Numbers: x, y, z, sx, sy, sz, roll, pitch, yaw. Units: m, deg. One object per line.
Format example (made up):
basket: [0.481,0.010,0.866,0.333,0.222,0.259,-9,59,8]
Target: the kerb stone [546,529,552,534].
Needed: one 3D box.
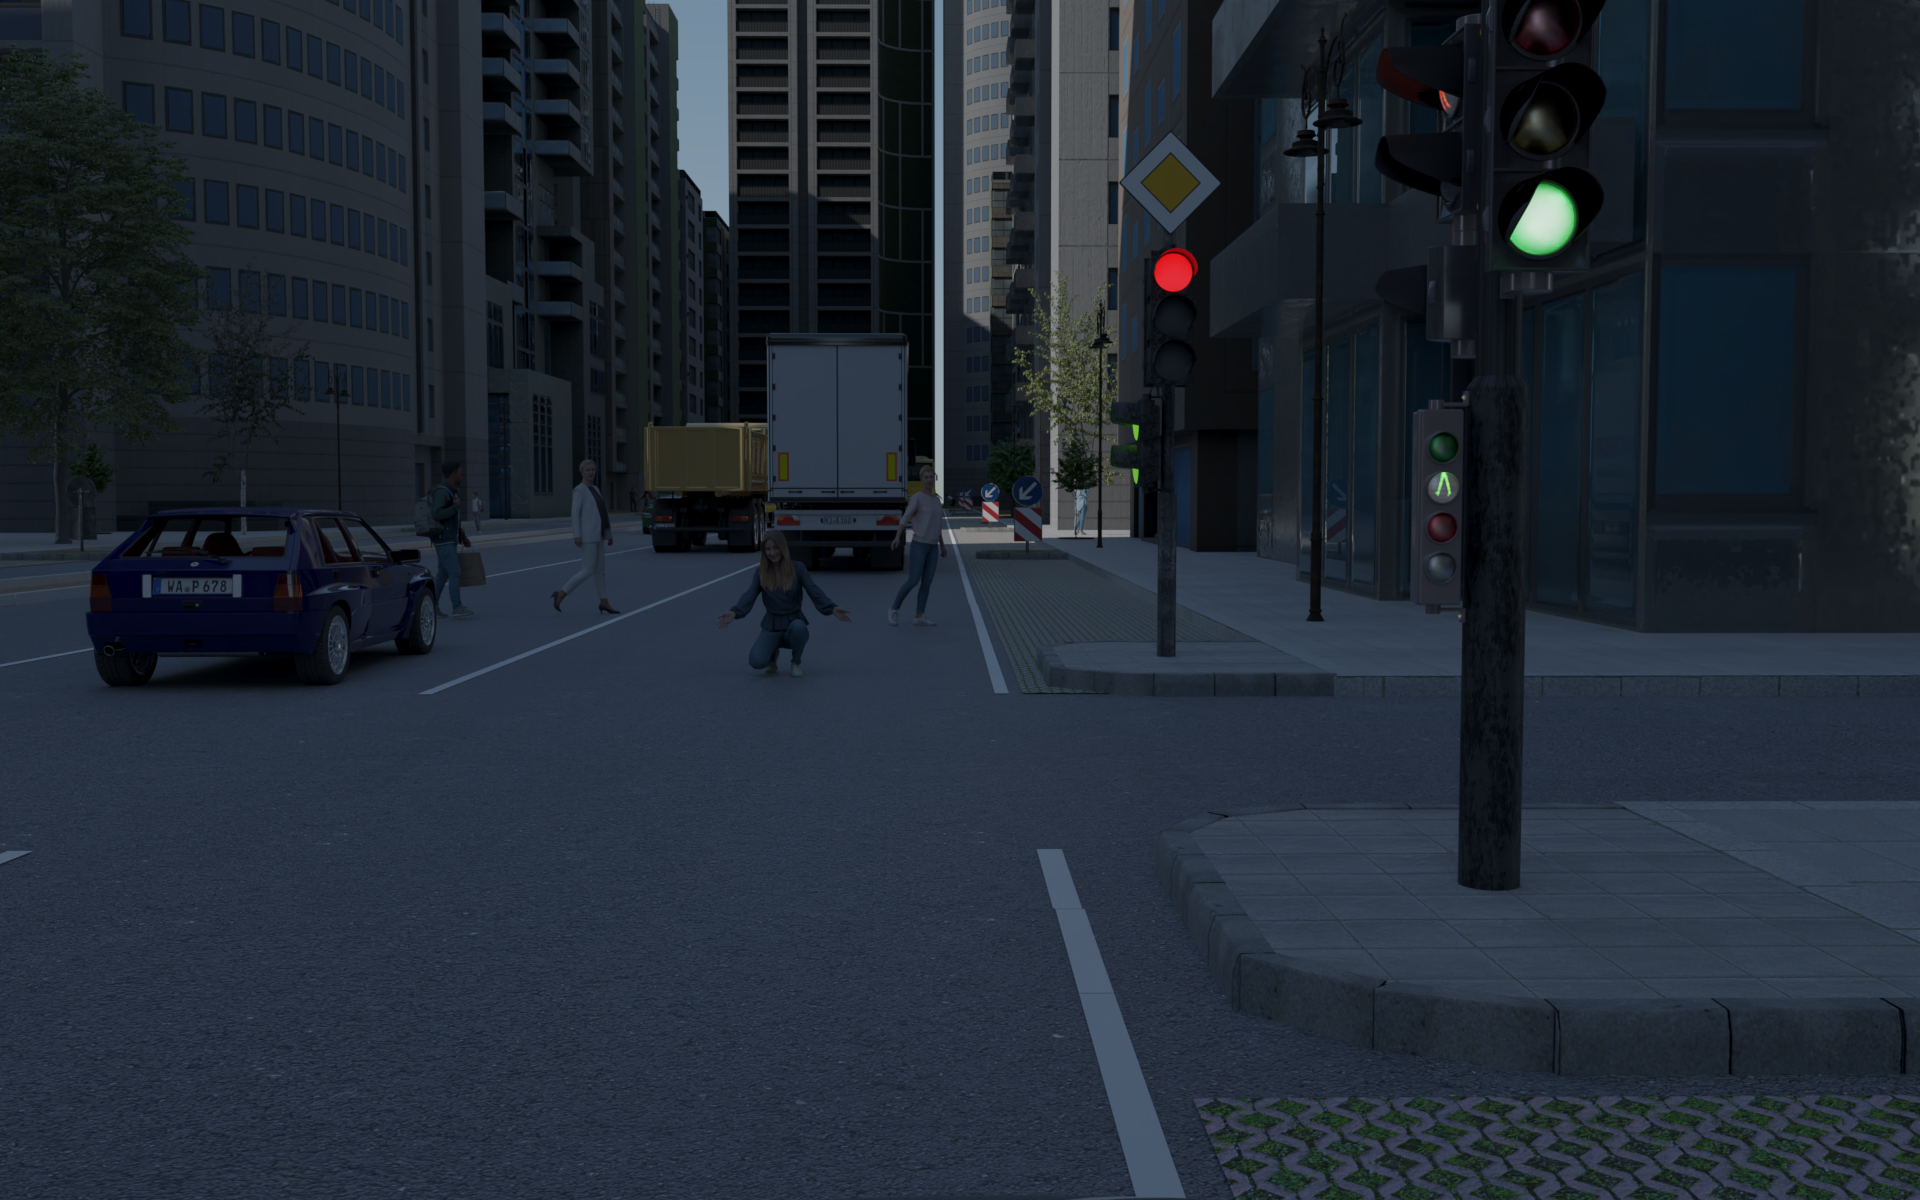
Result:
kerb stone: [-14.800,-2.415,61.743,0.120,0.150,1.000,0,4,-1]

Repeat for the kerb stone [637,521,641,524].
kerb stone: [-15.022,-3.548,80.198,0.120,0.150,1.000,0,4,-1]

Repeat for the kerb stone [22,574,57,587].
kerb stone: [-14.369,-0.285,26.860,0.120,0.150,1.000,0,4,-1]

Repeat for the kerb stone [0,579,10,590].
kerb stone: [-14.355,-0.221,25.829,0.120,0.150,1.000,0,4,-1]

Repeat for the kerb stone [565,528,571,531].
kerb stone: [-14.827,-2.607,64.820,0.120,0.150,1.000,0,4,-1]

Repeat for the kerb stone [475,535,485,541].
kerb stone: [-14.679,-1.853,52.488,0.120,0.150,1.000,0,4,-1]

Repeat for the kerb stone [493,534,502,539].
kerb stone: [-14.700,-1.971,54.552,0.120,0.150,1.000,0,4,-1]

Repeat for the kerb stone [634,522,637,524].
kerb stone: [-15.011,-3.485,79.175,0.120,0.150,1.000,0,4,-1]

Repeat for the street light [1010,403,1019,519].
street light: [2.782,-7.071,88.402,0.468,5.910,1.993,0,4,-1]

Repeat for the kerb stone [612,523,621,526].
kerb stone: [-14.953,-3.230,75.080,0.120,0.150,1.000,0,4,-1]

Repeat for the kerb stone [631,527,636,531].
kerb stone: [-12.749,-2.732,66.856,0.120,0.150,1.000,0,4,-1]

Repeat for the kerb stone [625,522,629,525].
kerb stone: [-14.984,-3.360,77.125,0.120,0.150,1.000,0,4,-1]

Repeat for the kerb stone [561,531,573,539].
kerb stone: [-12.621,-2.041,55.568,0.120,0.150,1.000,0,4,-1]

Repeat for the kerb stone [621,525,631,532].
kerb stone: [-12.748,-2.669,65.826,0.120,0.150,1.000,0,4,-1]

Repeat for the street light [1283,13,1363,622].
street light: [3.588,-2.724,17.318,0.468,5.910,1.993,0,4,-1]

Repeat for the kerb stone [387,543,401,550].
kerb stone: [-14.580,-1.351,44.292,0.120,0.150,1.000,0,4,-1]

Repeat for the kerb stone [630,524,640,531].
kerb stone: [-12.773,-2.795,67.889,0.120,0.150,1.000,0,4,-1]

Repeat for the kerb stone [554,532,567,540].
kerb stone: [-12.611,-1.979,54.546,0.120,0.150,1.000,0,4,-1]

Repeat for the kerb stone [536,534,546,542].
kerb stone: [-12.566,-1.791,51.476,0.120,0.150,1.000,0,4,-1]

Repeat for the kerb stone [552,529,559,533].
kerb stone: [-14.810,-2.478,62.771,0.120,0.150,1.000,0,4,-1]

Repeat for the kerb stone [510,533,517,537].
kerb stone: [-14.737,-2.105,56.615,0.120,0.150,1.000,0,4,-1]

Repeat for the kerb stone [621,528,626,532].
kerb stone: [-12.739,-2.604,64.800,0.120,0.150,1.000,0,4,-1]

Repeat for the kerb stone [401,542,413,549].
kerb stone: [-14.594,-1.414,45.314,0.120,0.150,1.000,0,4,-1]

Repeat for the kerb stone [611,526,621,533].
kerb stone: [-12.718,-2.541,63.767,0.120,0.150,1.000,0,4,-1]

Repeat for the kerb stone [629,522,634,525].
kerb stone: [-14.994,-3.422,78.148,0.120,0.150,1.000,0,4,-1]

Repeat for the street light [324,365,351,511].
street light: [-22.200,-5.450,61.898,0.468,5.910,1.993,0,4,-1]

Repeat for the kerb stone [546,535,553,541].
kerb stone: [-12.588,-1.852,52.499,0.120,0.150,1.000,0,4,-1]

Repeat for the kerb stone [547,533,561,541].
kerb stone: [-12.594,-1.913,53.524,0.120,0.150,1.000,0,4,-1]

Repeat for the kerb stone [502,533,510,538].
kerb stone: [-14.710,-2.042,55.577,0.120,0.150,1.000,0,4,-1]

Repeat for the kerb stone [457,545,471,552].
kerb stone: [-12.468,-1.289,43.275,0.120,0.150,1.000,0,4,-1]

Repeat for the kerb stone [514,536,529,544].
kerb stone: [-12.545,-1.666,49.429,0.120,0.150,1.000,0,4,-1]

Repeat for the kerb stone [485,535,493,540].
kerb stone: [-14.693,-1.915,53.517,0.120,0.150,1.000,0,4,-1]

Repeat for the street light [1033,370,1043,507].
street light: [2.985,-5.624,64.736,0.468,5.910,1.993,0,4,-1]

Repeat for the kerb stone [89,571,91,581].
kerb stone: [-14.385,-0.410,28.905,0.120,0.150,1.000,0,4,-1]

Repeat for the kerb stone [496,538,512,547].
kerb stone: [-12.519,-1.541,47.385,0.120,0.150,1.000,0,4,-1]

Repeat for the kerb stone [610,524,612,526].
kerb stone: [-14.943,-3.106,73.032,0.120,0.150,1.000,0,4,-1]

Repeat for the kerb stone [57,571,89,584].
kerb stone: [-14.379,-0.348,27.882,0.120,0.150,1.000,0,4,-1]

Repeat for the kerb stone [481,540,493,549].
kerb stone: [-12.487,-1.415,45.325,0.120,0.150,1.000,0,4,-1]

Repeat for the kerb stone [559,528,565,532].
kerb stone: [-14.822,-2.544,63.797,0.120,0.150,1.000,0,4,-1]

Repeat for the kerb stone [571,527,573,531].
kerb stone: [-14.846,-2.670,65.845,0.120,0.150,1.000,0,4,-1]

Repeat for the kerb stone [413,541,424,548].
kerb stone: [-14.607,-1.476,46.336,0.120,0.150,1.000,0,4,-1]

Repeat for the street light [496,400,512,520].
street light: [-22.457,-6.896,85.533,0.468,5.910,1.993,0,4,-1]

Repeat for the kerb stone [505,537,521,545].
kerb stone: [-12.536,-1.603,48.407,0.120,0.150,1.000,0,4,-1]

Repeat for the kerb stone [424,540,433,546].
kerb stone: [-14.626,-1.535,47.361,0.120,0.150,1.000,0,4,-1]

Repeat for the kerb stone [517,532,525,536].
kerb stone: [-14.747,-2.160,57.642,0.120,0.150,1.000,0,4,-1]

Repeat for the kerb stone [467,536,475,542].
kerb stone: [-14.670,-1.785,51.465,0.120,0.150,1.000,0,4,-1]

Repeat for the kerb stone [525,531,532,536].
kerb stone: [-14.751,-2.231,58.671,0.120,0.150,1.000,0,4,-1]

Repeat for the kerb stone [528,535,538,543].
kerb stone: [-12.552,-1.728,50.454,0.120,0.150,1.000,0,4,-1]

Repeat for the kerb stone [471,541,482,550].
kerb stone: [-12.474,-1.352,44.303,0.120,0.150,1.000,0,4,-1]

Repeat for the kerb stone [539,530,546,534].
kerb stone: [-14.783,-2.356,60.716,0.120,0.150,1.000,0,4,-1]

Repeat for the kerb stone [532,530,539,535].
kerb stone: [-14.764,-2.293,59.693,0.120,0.150,1.000,0,4,-1]

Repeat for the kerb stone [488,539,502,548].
kerb stone: [-12.505,-1.478,46.358,0.120,0.150,1.000,0,4,-1]

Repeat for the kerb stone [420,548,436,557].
kerb stone: [-12.421,-1.101,40.191,0.120,0.150,1.000,0,4,-1]

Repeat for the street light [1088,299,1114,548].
street light: [3.343,-4.187,41.251,0.468,5.910,1.993,0,4,-1]

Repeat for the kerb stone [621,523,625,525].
kerb stone: [-14.972,-3.294,76.102,0.120,0.150,1.000,0,4,-1]

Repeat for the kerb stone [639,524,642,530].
kerb stone: [-12.775,-2.857,68.911,0.120,0.150,1.000,0,4,-1]
